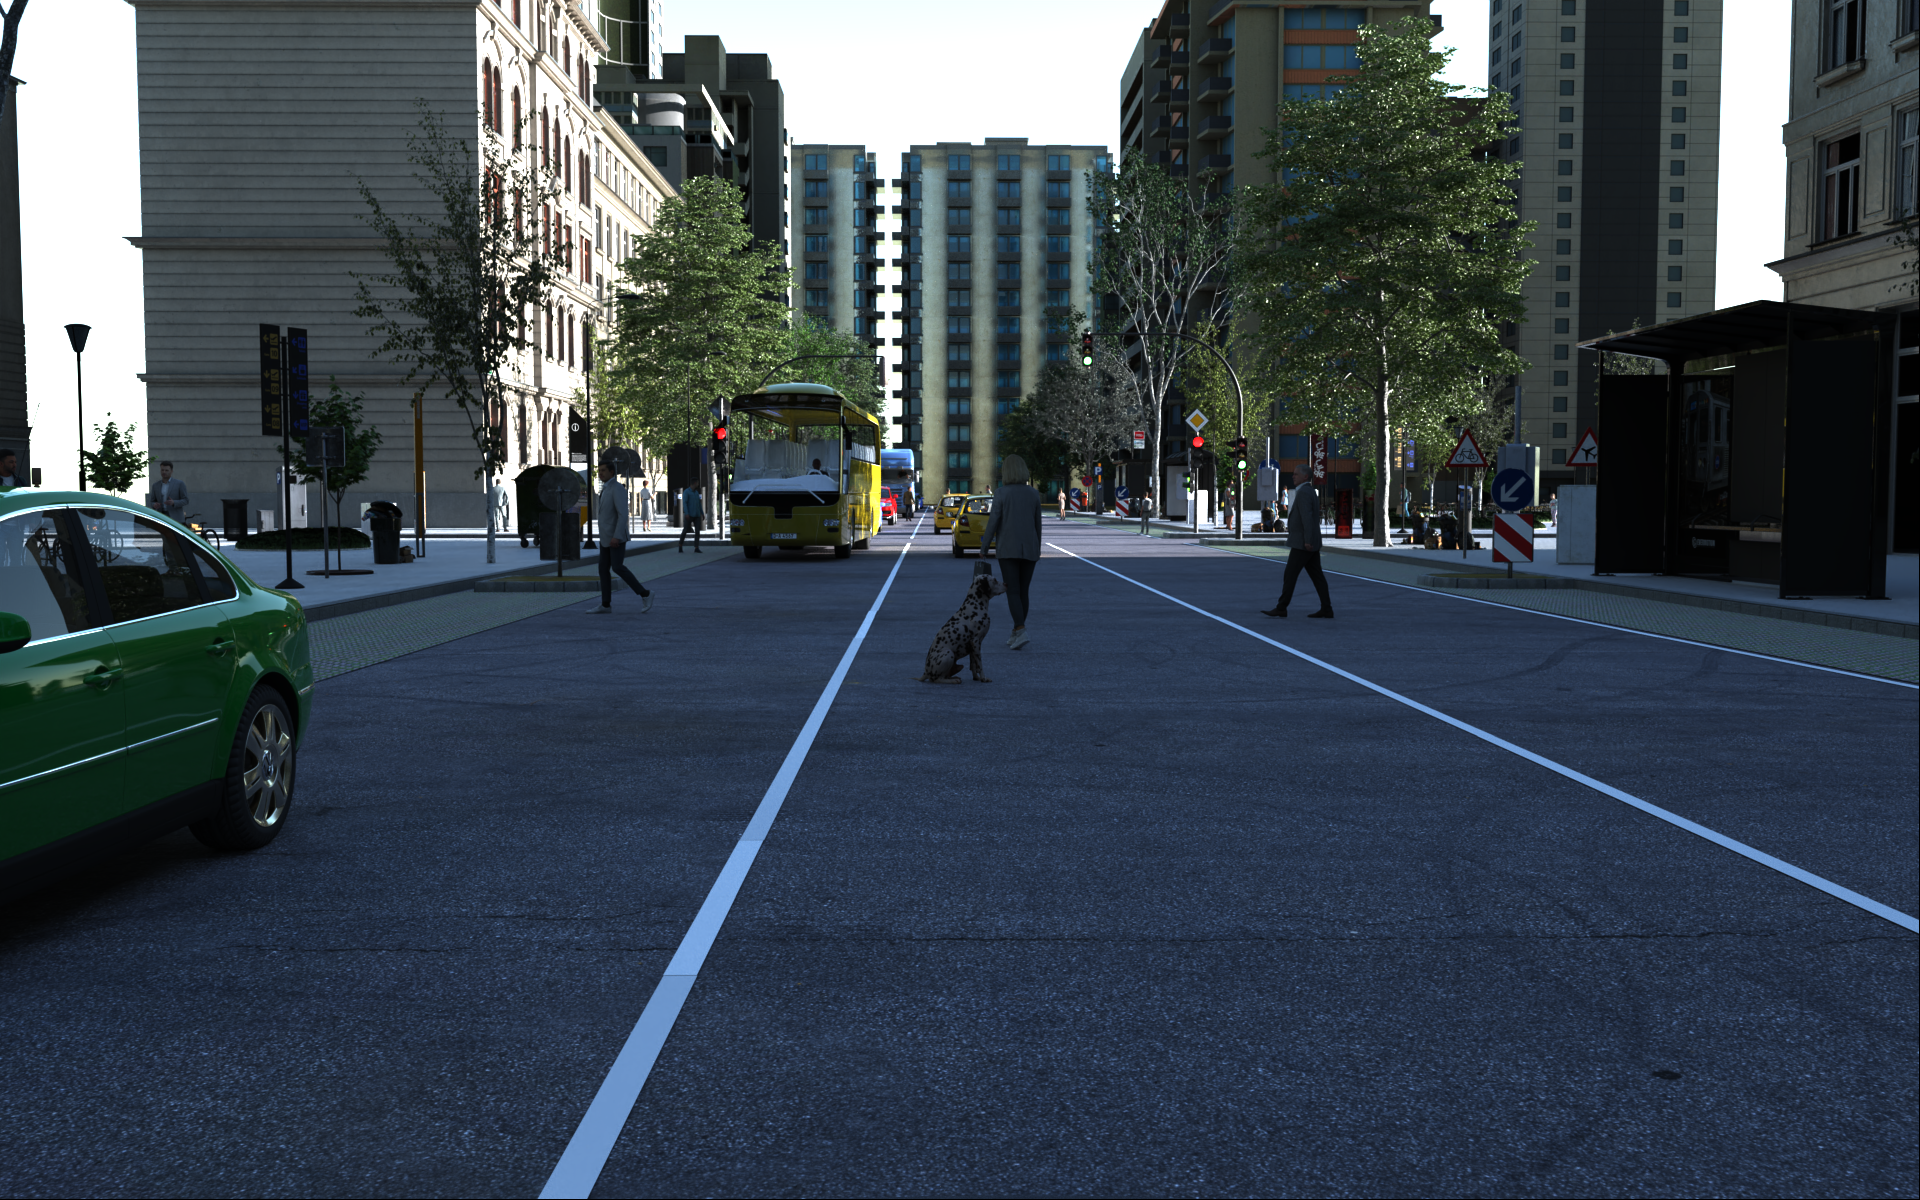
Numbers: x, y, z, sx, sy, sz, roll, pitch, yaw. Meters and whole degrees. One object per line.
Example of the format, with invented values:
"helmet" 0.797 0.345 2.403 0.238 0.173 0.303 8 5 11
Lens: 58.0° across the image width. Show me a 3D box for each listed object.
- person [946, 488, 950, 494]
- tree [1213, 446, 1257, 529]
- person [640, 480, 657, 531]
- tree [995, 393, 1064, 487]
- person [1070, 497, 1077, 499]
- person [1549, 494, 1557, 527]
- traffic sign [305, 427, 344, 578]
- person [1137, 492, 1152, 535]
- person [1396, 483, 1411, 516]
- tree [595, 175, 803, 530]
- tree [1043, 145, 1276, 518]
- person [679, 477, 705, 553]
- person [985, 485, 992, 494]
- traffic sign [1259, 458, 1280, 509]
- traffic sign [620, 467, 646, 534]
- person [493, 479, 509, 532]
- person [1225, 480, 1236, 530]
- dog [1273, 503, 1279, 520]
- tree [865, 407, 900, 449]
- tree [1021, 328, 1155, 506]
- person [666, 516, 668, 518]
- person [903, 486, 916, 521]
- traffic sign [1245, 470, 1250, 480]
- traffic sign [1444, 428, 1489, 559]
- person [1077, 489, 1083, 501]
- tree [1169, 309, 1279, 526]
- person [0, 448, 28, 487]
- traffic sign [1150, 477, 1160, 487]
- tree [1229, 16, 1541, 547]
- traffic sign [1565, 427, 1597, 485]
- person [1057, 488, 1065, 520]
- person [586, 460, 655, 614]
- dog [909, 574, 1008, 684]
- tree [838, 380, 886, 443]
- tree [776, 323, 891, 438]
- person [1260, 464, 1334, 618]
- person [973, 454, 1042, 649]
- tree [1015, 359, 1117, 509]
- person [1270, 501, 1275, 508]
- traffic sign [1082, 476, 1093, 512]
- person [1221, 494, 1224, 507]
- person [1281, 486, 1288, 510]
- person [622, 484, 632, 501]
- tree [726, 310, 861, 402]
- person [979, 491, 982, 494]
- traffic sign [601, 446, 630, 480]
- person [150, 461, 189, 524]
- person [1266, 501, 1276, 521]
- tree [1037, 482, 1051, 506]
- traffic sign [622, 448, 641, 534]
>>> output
"person" -0.541 -4.354 80.684 0.512 1.701 0.522 -1 4 -20
"tree" 9.768 -4.215 63.519 1.663 3.219 1.824 0 3 0
"person" -10.690 -3.228 59.393 0.480 1.755 0.524 1 4 19
"tree" 8.407 -16.866 193.883 7.486 12.596 7.792 0 3 0
"person" 11.722 -10.267 174.627 1.217 1.735 0.721 -1 4 -16
"person" 23.293 -3.524 67.935 0.425 1.301 0.394 3 5 39
"traffic sign" -9.635 -1.478 26.300 0.606 2.300 0.079 0 4 5
"person" 6.525 -3.054 61.036 0.523 1.515 0.503 2 4 25
"person" 20.325 -4.487 79.386 0.713 1.824 0.794 1 4 20
"tree" -9.398 -8.827 62.455 7.486 12.596 7.792 0 3 0
"tree" 10.823 -14.479 92.618 12.611 20.169 13.585 0 3 0
"person" -6.506 -2.056 41.984 0.638 1.841 0.748 -3 5 -41
"person" 1.155 -3.920 72.700 0.767 1.812 0.694 1 4 9
"traffic sign" 11.008 -3.766 61.677 0.768 2.556 0.104 0 4 4
"traffic sign" -10.610 -3.437 56.203 0.884 2.594 0.081 1 4 9
"person" -15.660 -3.227 58.906 0.635 1.810 0.391 -1 4 -20
"person" 9.592 -3.344 61.072 0.532 1.782 0.716 1 4 16
"dog" 15.739 -4.376 85.919 0.800 0.831 0.513 -3 5 -39
"tree" -12.243 -18.162 207.321 12.009 13.543 11.850 0 3 0
"tree" 9.583 -13.358 128.765 12.009 13.543 11.850 0 3 0
"person" -15.633 -5.386 94.278 0.721 1.800 0.419 0 4 5
"person" -2.663 -5.049 90.968 0.656 1.842 0.836 0 4 -6
"traffic sign" 11.773 -4.447 72.817 0.768 2.556 0.104 0 4 3
"traffic sign" 10.041 -2.103 34.386 0.884 2.594 0.081 0 4 1
"person" 11.374 -9.682 164.444 1.348 1.812 0.705 0 4 6
"tree" 10.555 -7.297 69.675 4.737 8.622 4.395 0 3 0
"person" -11.384 -0.902 20.784 0.794 1.824 0.713 -2 4 -31
"traffic sign" 11.408 -6.084 101.607 0.606 2.300 0.079 0 4 1
"tree" 10.108 -7.557 41.678 7.486 12.596 7.792 0 3 0
"traffic sign" 12.118 -2.045 33.444 0.884 2.594 0.081 0 4 4
"person" 5.525 -5.242 94.554 0.599 1.781 0.374 -3 5 -40
"person" -4.098 -0.763 20.819 0.795 1.843 0.661 -2 4 -28
"dog" -0.095 0.216 13.297 0.800 0.831 0.513 2 4 29
"tree" -10.902 -15.312 168.480 7.486 12.596 7.792 0 3 0
"tree" -9.817 -13.666 130.086 9.857 13.997 8.962 0 3 0
"person" 3.909 -0.681 20.035 0.834 1.777 0.661 1 4 11
"person" 0.455 -0.455 16.120 0.709 1.800 0.728 -1 4 -19
"tree" 8.943 -14.058 146.858 9.611 12.733 9.660 0 3 0
"person" 16.697 -5.310 92.967 0.679 1.850 0.850 1 4 13
"traffic sign" 8.861 -7.376 120.701 0.768 2.556 0.104 0 4 6
"person" 18.824 -6.939 119.719 1.509 1.804 0.699 1 4 13
"person" 20.789 -6.383 110.496 0.616 1.811 0.778 -2 4 -25
"person" -17.370 -5.104 89.473 0.713 1.824 0.794 2 4 33
"tree" -9.526 -10.600 99.059 9.928 11.665 9.643 0 3 0
"person" 2.442 -11.452 196.258 0.721 1.766 1.217 1 4 20
"traffic sign" -9.139 -2.807 46.003 0.768 2.556 0.104 0 4 0
"person" -12.359 -1.268 26.982 0.606 1.804 0.583 0 4 -2
"person" 14.876 -4.690 83.077 0.623 1.781 0.721 2 4 26
"tree" 9.076 -11.745 186.632 1.663 3.219 1.824 0 3 0
"traffic sign" -9.274 -2.951 48.355 0.768 2.556 0.104 0 4 3
